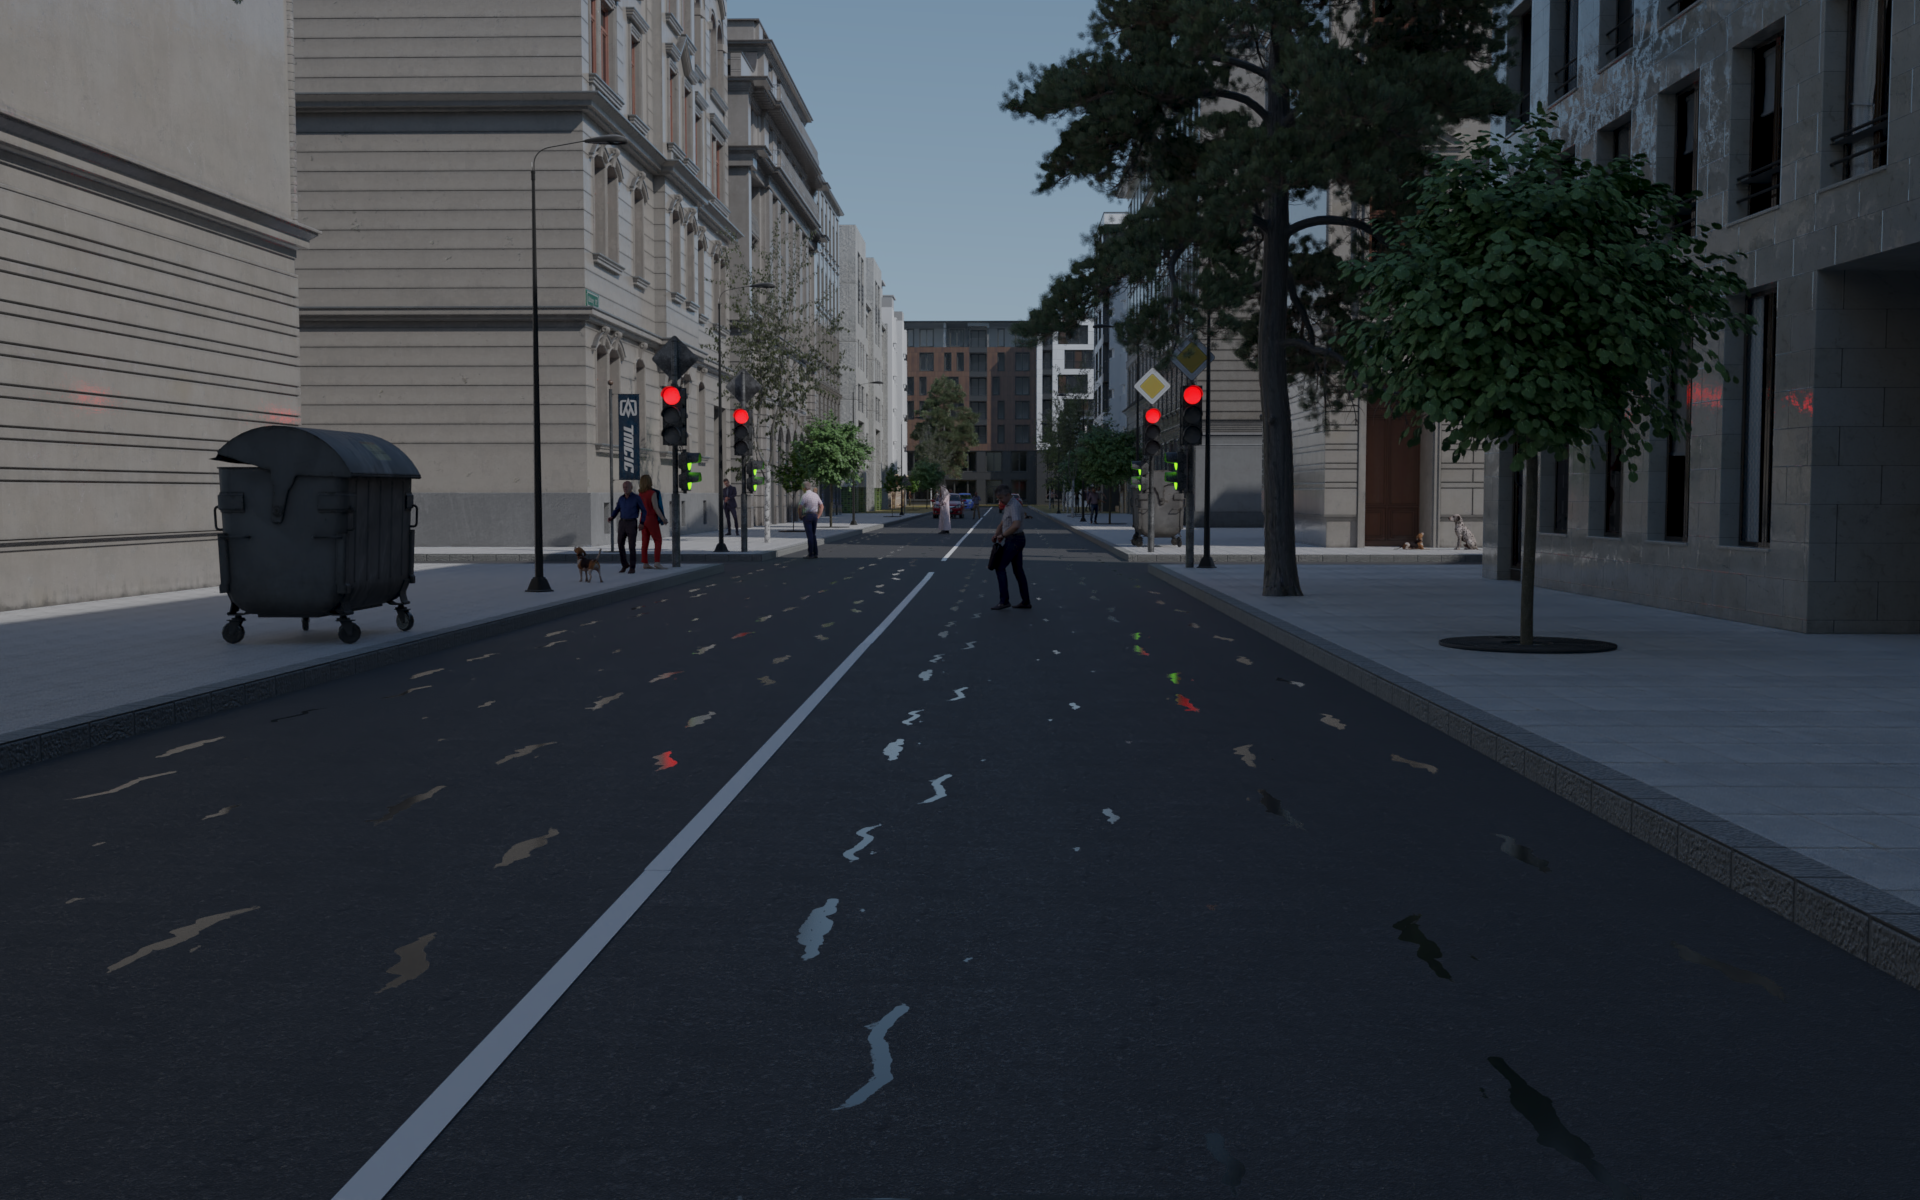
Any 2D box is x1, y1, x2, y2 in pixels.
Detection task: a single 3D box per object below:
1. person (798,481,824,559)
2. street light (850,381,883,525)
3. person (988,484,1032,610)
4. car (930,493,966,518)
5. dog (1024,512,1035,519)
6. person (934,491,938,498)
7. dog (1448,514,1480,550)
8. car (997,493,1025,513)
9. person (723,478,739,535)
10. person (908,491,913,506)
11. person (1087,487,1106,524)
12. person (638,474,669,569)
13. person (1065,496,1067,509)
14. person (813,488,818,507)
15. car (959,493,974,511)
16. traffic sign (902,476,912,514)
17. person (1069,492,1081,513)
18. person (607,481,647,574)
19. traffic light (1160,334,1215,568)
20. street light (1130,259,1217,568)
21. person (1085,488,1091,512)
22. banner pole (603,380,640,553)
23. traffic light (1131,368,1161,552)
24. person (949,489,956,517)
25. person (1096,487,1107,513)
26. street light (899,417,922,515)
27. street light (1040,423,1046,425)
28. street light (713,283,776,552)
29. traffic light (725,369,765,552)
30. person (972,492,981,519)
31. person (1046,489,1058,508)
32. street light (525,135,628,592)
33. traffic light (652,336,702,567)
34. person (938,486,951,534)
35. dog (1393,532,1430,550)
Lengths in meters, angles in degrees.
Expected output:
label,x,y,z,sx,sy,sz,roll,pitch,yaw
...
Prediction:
label,x,y,z,sx,sy,sz,roll,pitch,yaw
person,-3.380,-1.778,38.516,0.756,1.711,0.436,-3,5,-41
street light,-3.846,-6.040,71.290,1.470,5.913,1.316,0,4,1
person,0.621,-0.660,21.505,0.590,1.554,0.614,-1,4,-8
car,-0.670,-5.761,103.225,2.155,1.783,4.494,0,4,2
dog,3.941,-4.892,100.170,0.550,0.427,0.748,-3,5,-42
person,-2.510,-11.214,192.635,0.721,1.735,1.217,-3,5,-44
dog,11.687,-1.552,39.754,0.800,0.831,0.513,3,5,45
car,3.849,-7.483,131.382,2.155,1.783,4.494,0,4,2
person,-7.144,-2.884,53.644,0.683,1.767,0.568,1,4,18
person,-5.533,-11.323,194.154,0.721,1.766,1.217,1,4,13
person,5.762,-4.058,74.358,0.963,1.587,0.435,-2,4,-30
person,-5.270,-1.337,29.605,0.444,1.614,0.593,-2,4,-29
person,9.298,-8.785,152.893,0.599,1.433,0.991,1,4,12
person,-6.415,-4.126,75.769,0.388,1.546,0.482,-1,4,-12
car,0.371,-8.701,151.858,1.945,1.707,3.694,0,4,3
traffic sign,-3.520,-6.725,109.950,0.884,2.594,0.081,1,4,9
person,7.932,-6.800,118.053,1.217,1.723,0.721,3,5,45
person,-5.437,-1.176,27.966,0.574,1.496,0.600,3,5,43
traffic light,3.990,-2.500,30.113,0.839,4.213,0.868,0,4,1
street light,3.749,-3.511,29.953,1.470,5.913,1.316,0,4,1
person,9.434,-7.321,126.656,0.530,1.710,0.541,0,4,-6
banner pole,-7.426,-2.937,38.044,0.863,3.779,0.401,0,4,-1
traffic light,4.192,-2.988,38.096,0.839,4.213,0.868,0,4,1
person,-0.503,-5.949,106.454,0.565,1.739,0.600,1,4,10
person,9.479,-6.886,118.633,1.348,1.824,0.705,2,4,33
street light,-2.966,-8.047,104.111,1.470,5.913,1.316,0,4,1
street light,5.907,-8.593,113.043,1.470,5.913,1.316,0,4,1
street light,-4.750,-4.016,38.196,1.470,5.913,1.316,0,4,1
traffic light,-4.766,-3.001,38.306,0.839,4.213,0.868,0,4,1
person,0.947,-5.402,98.881,0.516,1.574,0.319,1,4,12
person,8.297,-9.115,155.783,1.217,1.736,0.721,-1,4,-10
street light,-4.988,-3.059,22.563,1.470,5.913,1.316,0,4,1
traffic light,-4.969,-2.512,30.324,0.839,4.213,0.868,0,4,1
person,-0.592,-3.278,62.767,0.621,1.740,0.551,-2,4,-28
dog,10.436,-1.361,39.992,0.748,0.427,0.550,3,5,40
